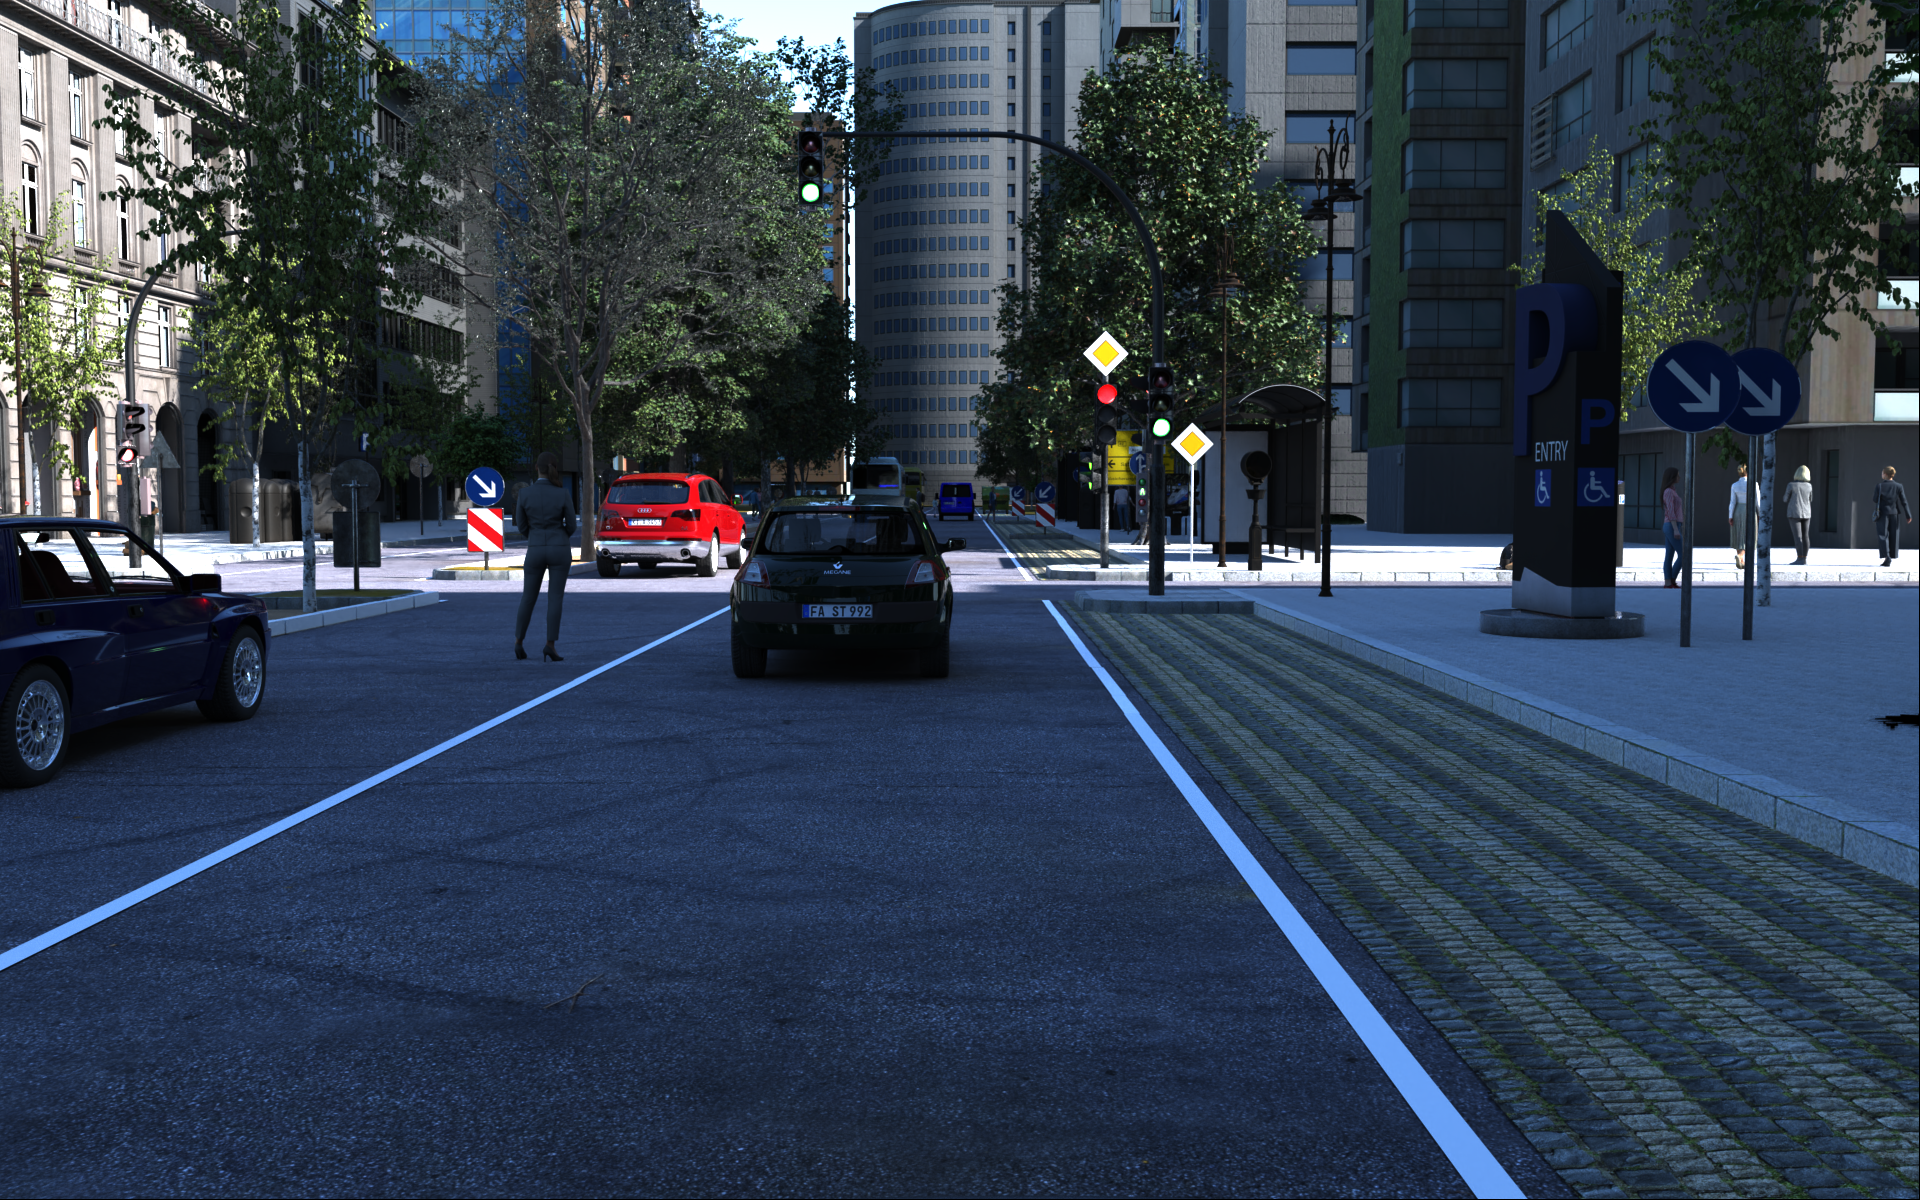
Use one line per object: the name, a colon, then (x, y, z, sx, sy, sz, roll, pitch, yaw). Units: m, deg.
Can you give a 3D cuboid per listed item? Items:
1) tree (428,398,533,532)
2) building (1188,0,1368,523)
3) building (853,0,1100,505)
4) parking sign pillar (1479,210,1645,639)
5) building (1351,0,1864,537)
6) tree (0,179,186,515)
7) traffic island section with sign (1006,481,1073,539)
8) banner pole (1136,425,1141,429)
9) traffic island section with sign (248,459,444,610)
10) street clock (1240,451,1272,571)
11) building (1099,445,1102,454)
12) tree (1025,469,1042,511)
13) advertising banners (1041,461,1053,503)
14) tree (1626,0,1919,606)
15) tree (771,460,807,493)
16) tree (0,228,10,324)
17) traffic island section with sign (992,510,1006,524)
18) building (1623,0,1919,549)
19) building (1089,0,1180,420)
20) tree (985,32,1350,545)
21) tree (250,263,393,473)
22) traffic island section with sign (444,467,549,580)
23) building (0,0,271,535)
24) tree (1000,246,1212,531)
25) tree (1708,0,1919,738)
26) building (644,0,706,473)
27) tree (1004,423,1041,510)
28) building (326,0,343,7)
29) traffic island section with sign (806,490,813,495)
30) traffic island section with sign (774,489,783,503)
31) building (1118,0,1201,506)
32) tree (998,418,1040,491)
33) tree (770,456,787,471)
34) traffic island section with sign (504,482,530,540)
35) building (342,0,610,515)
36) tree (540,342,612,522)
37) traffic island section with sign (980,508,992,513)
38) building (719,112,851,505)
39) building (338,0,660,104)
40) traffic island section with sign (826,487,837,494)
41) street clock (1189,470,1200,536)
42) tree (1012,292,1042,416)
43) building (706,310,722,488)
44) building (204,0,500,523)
tree: (-16.441, -4.639, 59.567, 4.285, 4.588, 4.351, 0, 3, 0)
building: (23.153, -33.514, 89.951, 21.231, 58.520, 28.212, 0, 3, 0)
building: (1.789, -40.579, 205.467, 28.212, 58.520, 21.231, 0, 3, 0)
parking sign pillar: (5.550, -1.676, 15.880, 1.447, 3.967, 1.447, 0, 4, -5)
building: (21.329, -23.107, 61.388, 14.154, 41.232, 14.086, 0, 3, 0)
tree: (-21.933, -5.571, 41.454, 4.737, 8.622, 4.395, 0, 3, 0)
traffic island section with sign: (2.577, -2.853, 55.269, 1.989, 1.847, 2.006, 0, 3, 0)
banner pole: (5.992, -3.983, 55.142, 0.863, 3.779, 0.401, 1, 4, 16)
traffic island section with sign: (-7.982, -0.865, 22.273, 2.006, 1.907, 1.989, 0, 3, 0)
street clock: (4.945, -1.492, 28.968, 0.471, 2.002, 0.358, -1, 4, -11)
building: (23.194, -26.417, 203.618, 14.107, 30.474, 14.160, 0, 3, 0)
tree: (5.876, -8.540, 134.235, 1.663, 3.219, 1.824, 0, 3, 0)
advertising banners: (4.459, -5.687, 89.164, 0.090, 3.025, 2.074, 1, 4, 20)
tree: (9.425, -4.238, 19.648, 4.737, 8.622, 4.395, 0, 3, 0)
tree: (-16.516, -14.019, 163.626, 8.767, 10.594, 7.601, 1, 4, 15)
tree: (-21.444, -5.195, 35.302, 4.360, 8.622, 3.978, 0, 3, 0)
traffic island section with sign: (2.639, -4.512, 82.392, 1.989, 1.847, 2.006, 0, 3, 0)
building: (23.693, -22.065, 44.362, 14.086, 41.232, 14.154, 0, 3, 0)
building: (27.082, -34.819, 158.526, 28.713, 52.752, 27.495, 0, 3, 0)
tree: (4.942, -7.727, 43.342, 9.611, 12.733, 9.660, 0, 3, 0)
tree: (-19.938, -6.339, 54.005, 4.360, 8.622, 3.978, 0, 3, 0)
traffic island section with sign: (-7.958, -1.318, 29.680, 2.006, 1.907, 1.989, 0, 3, 0)
building: (-31.060, -12.711, 49.625, 13.314, 21.916, 24.055, 0, 3, 0)
tree: (5.845, -7.684, 60.051, 8.767, 10.594, 7.601, 0, 4, -1)
tree: (5.498, -5.087, 8.929, 9.928, 11.665, 9.643, 0, 3, 0)
building: (-38.710, -37.933, 162.207, 28.212, 58.520, 21.231, 0, 3, 0)
tree: (5.645, -11.713, 141.869, 4.360, 8.622, 3.978, 0, 3, 0)
building: (-64.665, -44.222, 161.284, 20.611, 71.187, 20.563, 0, 3, 0)
traffic island section with sign: (-13.741, -9.182, 158.750, 1.989, 1.847, 2.006, 0, 3, 0)
traffic island section with sign: (-13.794, -7.533, 131.794, 1.989, 1.847, 2.006, 0, 3, 0)
building: (24.442, -49.886, 128.308, 22.319, 86.520, 31.000, 0, 3, 0)
tree: (5.503, -12.474, 154.304, 4.737, 8.622, 4.395, 0, 3, 0)
tree: (-16.784, -13.581, 147.803, 9.928, 11.665, 9.643, 0, 3, 0)
traffic island section with sign: (-13.944, -2.821, 54.752, 1.989, 1.847, 2.006, 0, 3, 0)
building: (-31.218, -28.254, 112.060, 14.600, 45.320, 14.200, 0, 3, 0)
tree: (-17.054, -7.857, 78.828, 4.737, 8.622, 4.395, 0, 3, 0)
traffic island section with sign: (2.716, -7.531, 131.753, 1.989, 1.847, 2.006, 0, 3, 0)
building: (-20.305, -33.813, 202.959, 14.200, 45.320, 14.600, 0, 3, 0)
building: (-35.296, -29.294, 133.578, 22.147, 44.769, 28.867, 0, 3, 0)
traffic island section with sign: (-7.824, -5.913, 104.818, 2.006, 1.907, 1.989, 0, 3, 0)
street clock: (7.084, -2.925, 52.394, 0.358, 2.002, 0.471, 0, 4, -4)
tree: (5.879, -9.019, 73.217, 9.928, 11.665, 9.643, 0, 3, 0)
building: (-42.223, -33.784, 206.997, 28.867, 44.769, 22.147, 0, 3, 0)
building: (-31.441, -15.804, 77.460, 14.314, 24.678, 30.058, 0, 3, 0)
